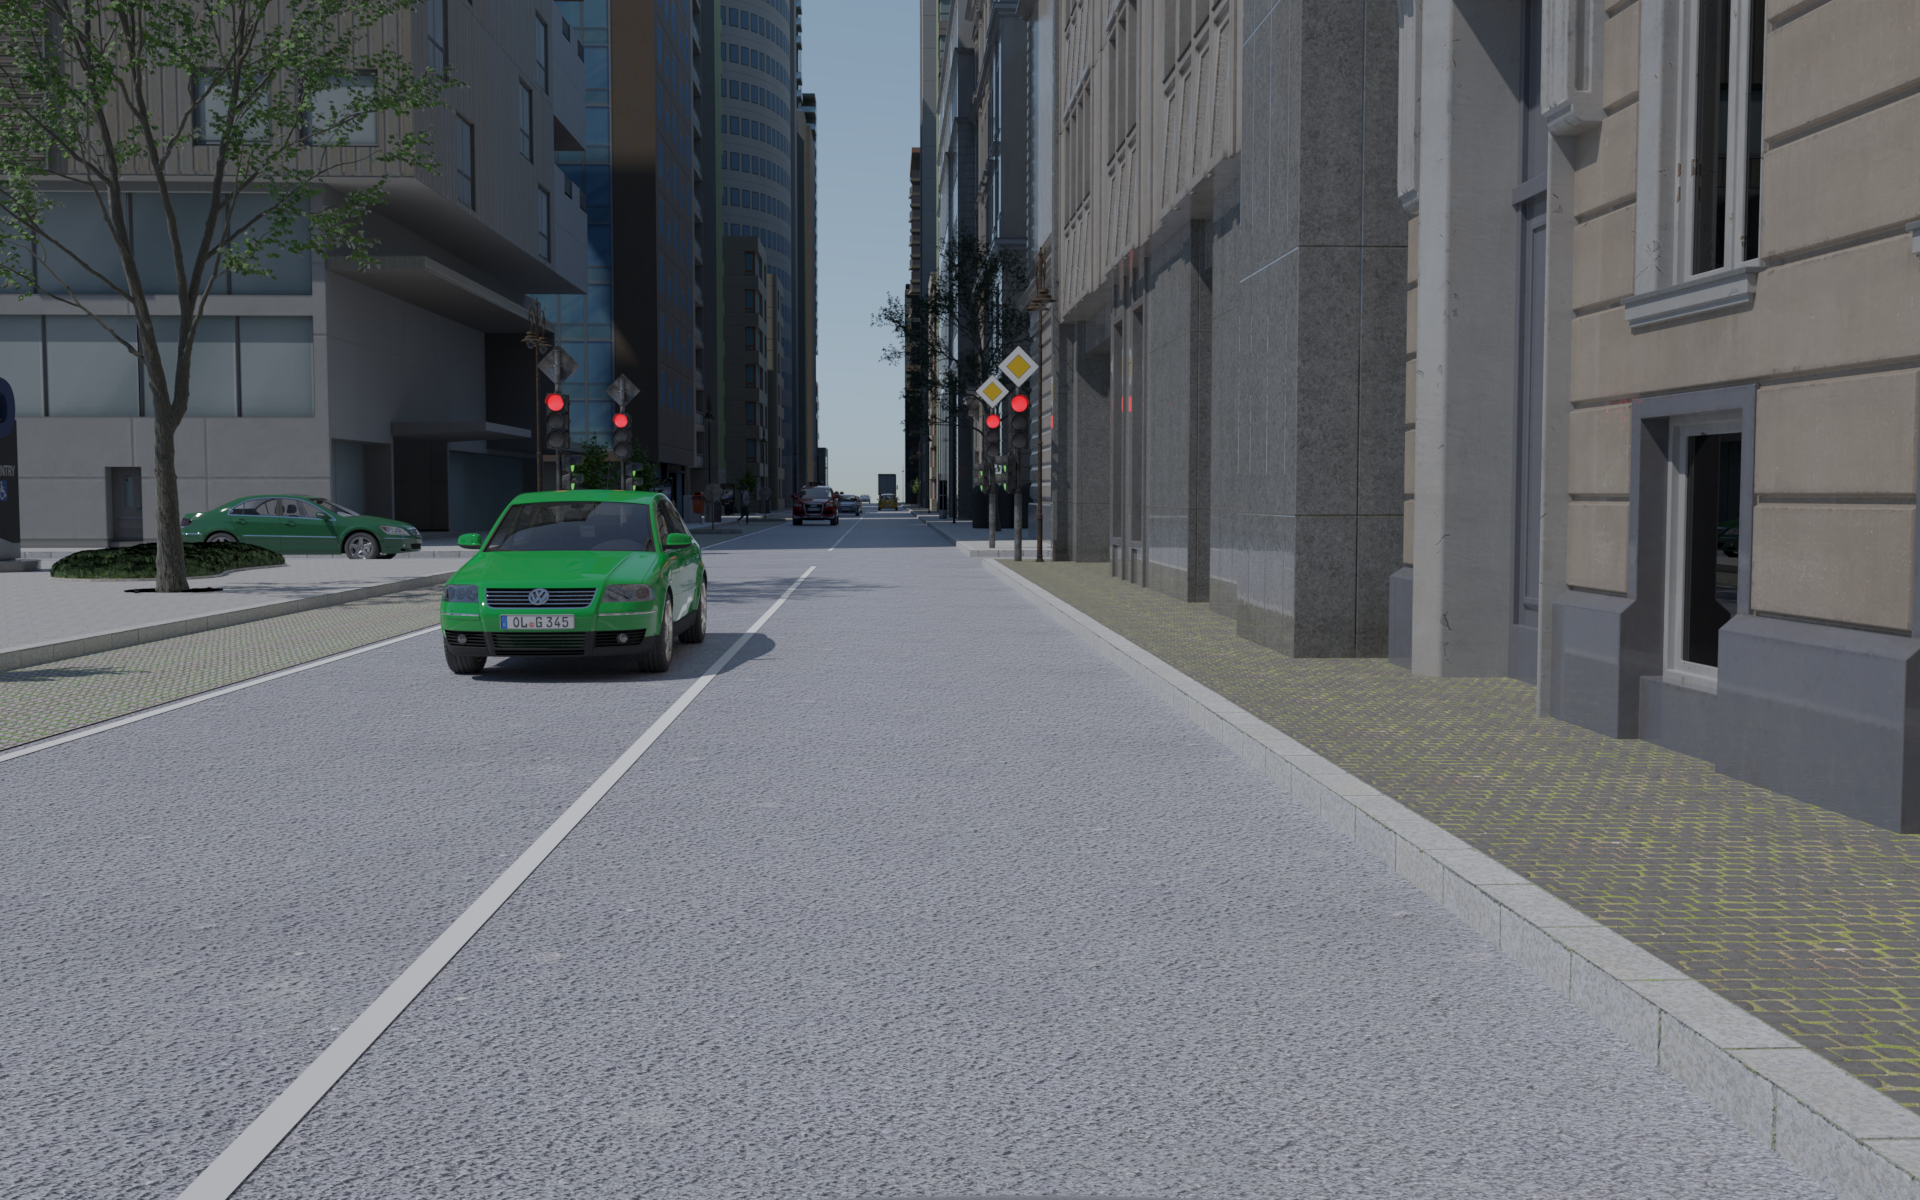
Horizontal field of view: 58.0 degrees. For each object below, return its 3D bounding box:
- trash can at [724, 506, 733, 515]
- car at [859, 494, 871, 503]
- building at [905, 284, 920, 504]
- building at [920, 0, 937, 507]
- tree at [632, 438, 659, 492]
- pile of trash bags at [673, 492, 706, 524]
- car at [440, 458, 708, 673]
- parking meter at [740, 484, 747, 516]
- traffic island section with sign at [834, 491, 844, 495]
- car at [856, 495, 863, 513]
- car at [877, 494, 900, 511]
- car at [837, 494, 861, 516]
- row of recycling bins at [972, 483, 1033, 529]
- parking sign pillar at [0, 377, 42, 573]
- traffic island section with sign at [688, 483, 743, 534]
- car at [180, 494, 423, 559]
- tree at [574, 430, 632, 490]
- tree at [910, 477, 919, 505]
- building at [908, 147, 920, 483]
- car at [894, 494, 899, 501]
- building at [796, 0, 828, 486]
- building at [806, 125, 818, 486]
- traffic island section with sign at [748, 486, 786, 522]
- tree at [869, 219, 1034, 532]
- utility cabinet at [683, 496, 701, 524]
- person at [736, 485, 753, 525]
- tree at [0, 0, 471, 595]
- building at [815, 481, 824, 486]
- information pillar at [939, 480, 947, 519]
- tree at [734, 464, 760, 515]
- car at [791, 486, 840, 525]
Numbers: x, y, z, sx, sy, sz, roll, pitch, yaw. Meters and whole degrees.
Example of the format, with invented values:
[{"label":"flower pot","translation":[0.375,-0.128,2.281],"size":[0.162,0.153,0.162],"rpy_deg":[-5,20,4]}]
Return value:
[{"label":"trash can","translation":[-14.349,-5.866,107.569],"size":[0.748,1.137,0.748],"rpy_deg":[0,3,0]},{"label":"car","translation":[-14.918,-15.827,271.138],"size":[2.083,1.381,4.827],"rpy_deg":[0,4,-3]},{"label":"building","translation":[-0.597,-28.522,238.036],"size":[14.160,30.474,14.107],"rpy_deg":[0,4,-2]},{"label":"building","translation":[6.396,-38.870,177.522],"size":[21.231,58.520,28.212],"rpy_deg":[0,4,-2]},{"label":"tree","translation":[-11.101,-3.938,58.987],"size":[1.663,3.219,1.824],"rpy_deg":[0,3,0]},{"label":"pile of trash bags","translation":[-12.412,-3.906,73.617],"size":[3.447,1.369,1.912],"rpy_deg":[1,4,13]},{"label":"car","translation":[-3.282,-0.397,15.280],"size":[1.959,1.807,4.718],"rpy_deg":[0,4,-3]},{"label":"parking meter","translation":[-12.775,-5.911,102.353],"size":[0.255,1.863,0.399],"rpy_deg":[-3,4,-38]},{"label":"traffic island section with sign","translation":[-16.977,-14.763,249.998],"size":[1.989,1.847,2.006],"rpy_deg":[0,4,-2]},{"label":"car","translation":[-8.333,-7.216,130.343],"size":[2.083,1.381,4.827],"rpy_deg":[0,4,-1]},{"label":"car","translation":[-6.273,-8.611,151.009],"size":[2.015,1.641,3.980],"rpy_deg":[0,4,-1]},{"label":"car","translation":[-7.497,-6.251,114.211],"size":[2.014,1.417,4.499],"rpy_deg":[0,4,-2]},{"label":"row of recycling bins","translation":[2.186,-3.510,64.497],"size":[3.534,1.692,1.069],"rpy_deg":[1,4,10]},{"label":"parking sign pillar","translation":[-16.066,-2.456,28.634],"size":[1.447,3.967,1.447],"rpy_deg":[0,4,-7]},{"label":"traffic island section with sign","translation":[-8.849,-3.279,62.239],"size":[1.989,1.847,2.006],"rpy_deg":[0,4,-2]},{"label":"car","translation":[-13.883,-1.515,36.563],"size":[4.920,1.459,2.131],"rpy_deg":[0,4,-4]},{"label":"tree","translation":[-10.912,-3.530,52.318],"size":[1.663,3.219,1.824],"rpy_deg":[0,3,0]},{"label":"tree","translation":[-5.025,-12.576,200.214],"size":[1.663,3.219,1.824],"rpy_deg":[0,3,0]},{"label":"building","translation":[4.740,-34.332,215.952],"size":[22.147,44.769,28.867],"rpy_deg":[0,4,-2]},{"label":"car","translation":[-8.715,-12.523,216.553],"size":[2.131,1.459,4.920],"rpy_deg":[0,4,-1]},{"label":"building","translation":[-30.322,-57.398,251.132],"size":[22.319,86.520,31.000],"rpy_deg":[0,4,-2]},{"label":"building","translation":[-24.283,-33.965,205.432],"size":[14.600,45.320,14.200],"rpy_deg":[0,4,-2]},{"label":"traffic island section with sign","translation":[-10.028,-4.950,89.561],"size":[1.989,1.847,2.006],"rpy_deg":[0,4,-2]},{"label":"tree","translation":[0.966,-7.636,59.253],"size":[7.601,10.594,8.767],"rpy_deg":[1,4,22]},{"label":"utility cabinet","translation":[-11.692,-3.952,75.775],"size":[0.306,1.237,1.020],"rpy_deg":[2,4,25]},{"label":"person","translation":[-10.093,-4.442,80.977],"size":[0.795,1.843,0.661],"rpy_deg":[0,4,1]},{"label":"tree","translation":[-10.348,-5.916,22.480],"size":[9.928,11.665,9.643],"rpy_deg":[0,3,0]},{"label":"building","translation":[-34.076,-32.560,224.244],"size":[32.217,40.220,23.993],"rpy_deg":[0,4,-2]},{"label":"information pillar","translation":[-0.883,-5.236,90.100],"size":[0.304,2.012,0.304],"rpy_deg":[3,5,41]},{"label":"tree","translation":[-13.377,-7.003,109.107],"size":[1.663,3.219,1.824],"rpy_deg":[0,3,0]},{"label":"car","translation":[-6.713,-4.412,80.807],"size":[2.281,1.827,5.304],"rpy_deg":[0,4,-2]}]
